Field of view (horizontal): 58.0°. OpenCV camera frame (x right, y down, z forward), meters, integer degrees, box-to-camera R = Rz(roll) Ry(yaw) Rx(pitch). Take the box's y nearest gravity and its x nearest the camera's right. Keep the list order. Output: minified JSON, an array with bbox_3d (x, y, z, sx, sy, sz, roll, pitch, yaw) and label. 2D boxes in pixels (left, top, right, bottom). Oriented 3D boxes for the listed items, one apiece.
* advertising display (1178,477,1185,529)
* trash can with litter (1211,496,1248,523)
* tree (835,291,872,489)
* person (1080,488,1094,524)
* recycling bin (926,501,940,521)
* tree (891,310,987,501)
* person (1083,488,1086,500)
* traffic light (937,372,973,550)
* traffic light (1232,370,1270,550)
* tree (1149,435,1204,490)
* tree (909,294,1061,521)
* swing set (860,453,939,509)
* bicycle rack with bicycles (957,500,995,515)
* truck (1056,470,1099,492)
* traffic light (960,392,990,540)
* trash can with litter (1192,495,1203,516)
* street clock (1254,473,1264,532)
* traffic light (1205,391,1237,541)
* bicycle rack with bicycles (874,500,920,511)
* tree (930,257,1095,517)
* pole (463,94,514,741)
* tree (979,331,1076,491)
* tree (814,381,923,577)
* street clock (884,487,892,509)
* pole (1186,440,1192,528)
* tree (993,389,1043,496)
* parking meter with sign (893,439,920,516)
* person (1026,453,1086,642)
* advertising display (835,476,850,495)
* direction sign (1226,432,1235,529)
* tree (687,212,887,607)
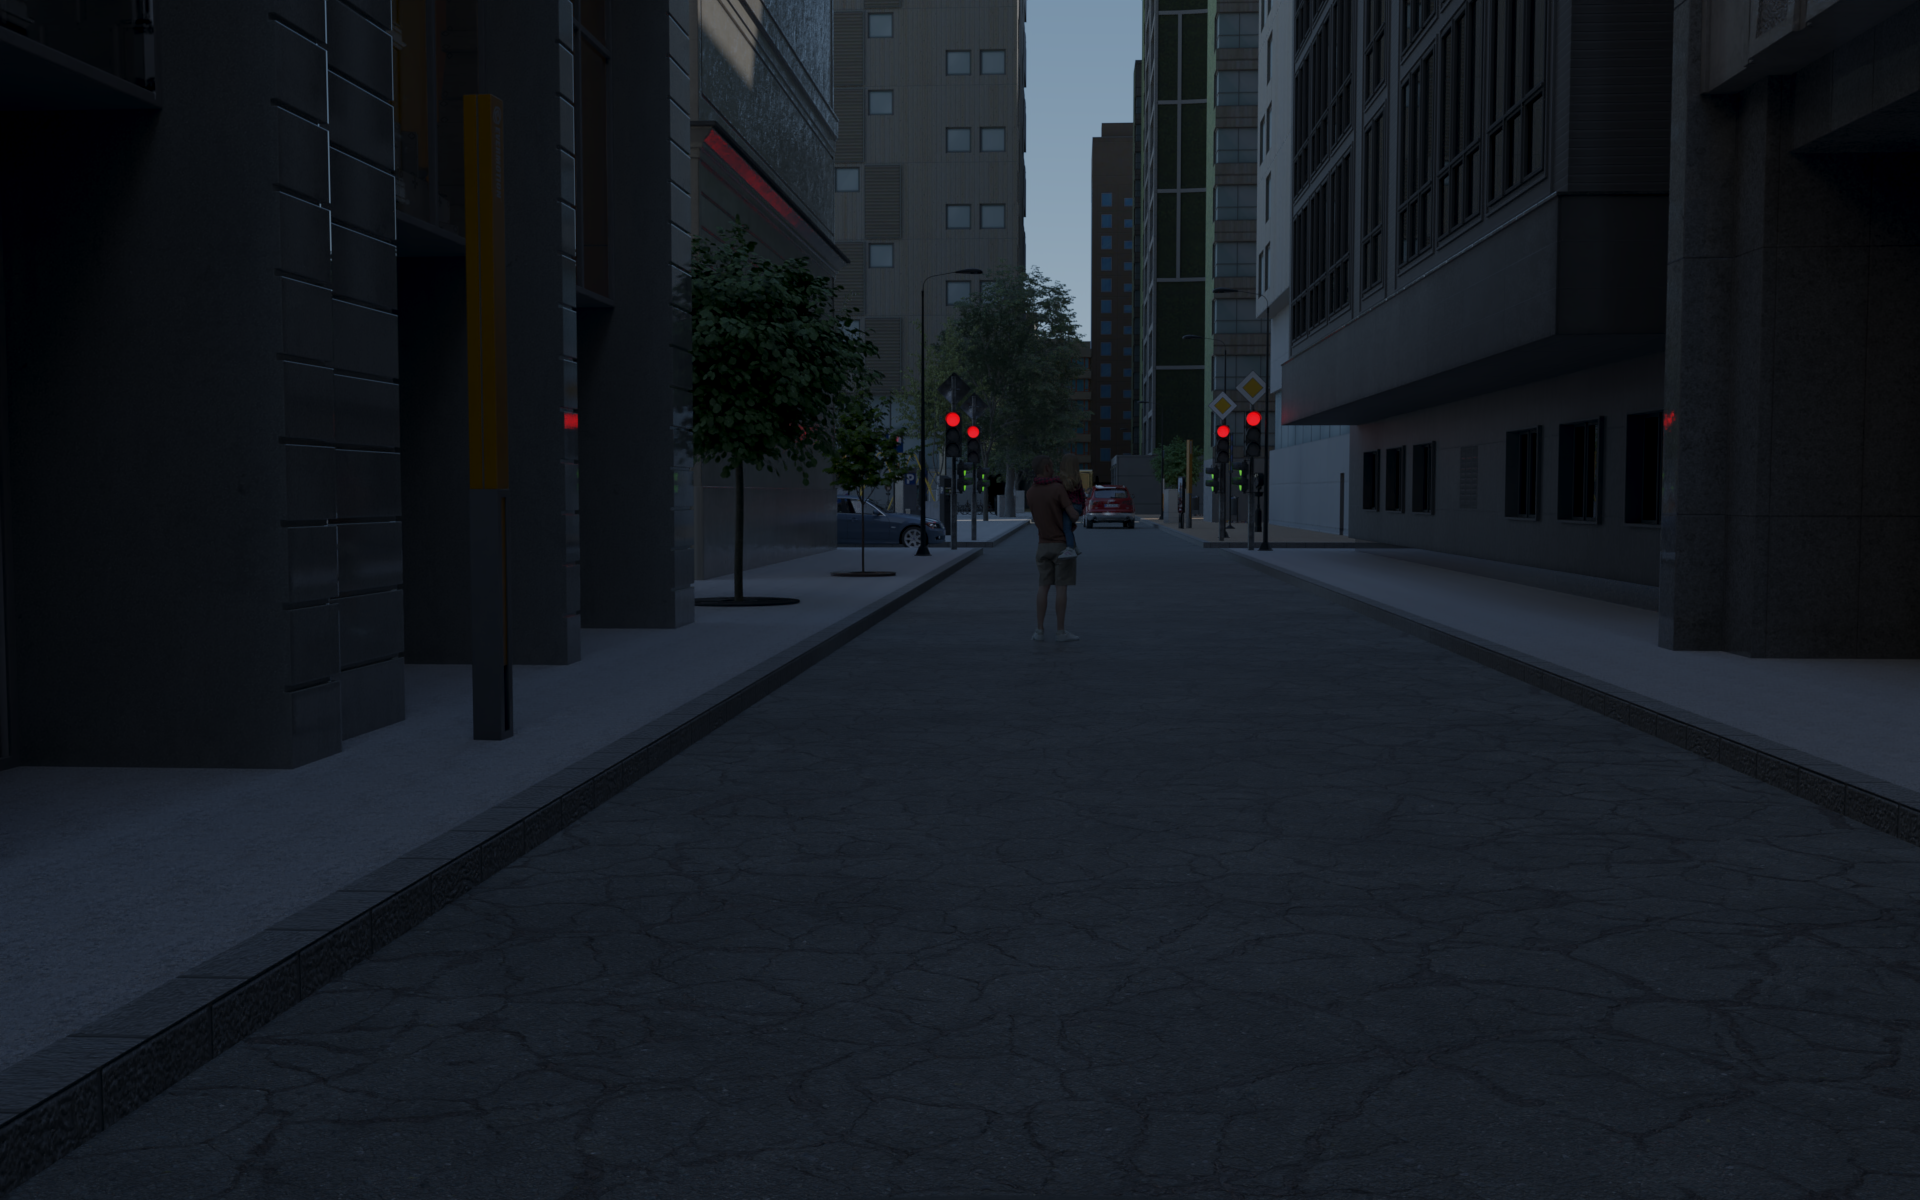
[{"bbox_3d":[8.202,-3.605,64.159,0.123,1.923,0.974,0,4,-2],"label":"advertising display"},{"bbox_3d":[12.247,-3.993,76.335,1.678,1.210,2.233,-2,4,-32],"label":"trash can with litter"},{"bbox_3d":[-4.640,-6.633,58.819,4.360,8.622,3.978,0,3,0],"label":"tree"},{"bbox_3d":[6.045,-4.437,81.803,0.760,1.731,0.466,-3,4,-38],"label":"person"},{"bbox_3d":[-0.965,-2.929,60.439,0.722,1.027,0.722,1,4,8],"label":"recycling bin"},{"bbox_3d":[-0.904,-7.319,70.033,4.737,8.622,4.395,0,3,0],"label":"tree"},{"bbox_3d":[8.796,-6.982,122.538,0.514,1.842,0.818,-1,4,-13],"label":"person"},{"bbox_3d":[-0.123,-3.115,39.856,0.839,4.253,0.868,0,4,4],"label":"traffic light"},{"bbox_3d":[6.624,-3.089,39.427,0.839,4.253,0.868,0,4,4],"label":"traffic light"},{"bbox_3d":[12.143,-6.872,96.068,4.285,4.588,4.351,0,3,0],"label":"tree"},{"bbox_3d":[0.989,-9.027,81.998,8.767,10.594,7.601,3,5,40],"label":"tree"},{"bbox_3d":[-2.452,-4.183,66.015,2.862,2.851,3.119,2,4,24],"label":"swing set"},{"bbox_3d":[0.764,-5.728,107.029,2.925,0.926,2.852,1,4,12],"label":"bicycle rack with bicycles"},{"bbox_3d":[9.263,-8.674,137.744,3.469,3.379,9.791,0,4,5],"label":"truck"},{"bbox_3d":[0.404,-3.603,47.824,0.839,4.253,0.868,0,4,4],"label":"traffic light"},{"bbox_3d":[14.031,-5.503,101.029,2.233,1.210,1.678,2,4,30],"label":"trash can with litter"},{"bbox_3d":[10.054,-3.287,58.316,0.358,2.002,0.471,-1,4,-16],"label":"street clock"},{"bbox_3d":[7.151,-3.576,47.395,0.839,4.253,0.868,0,4,4],"label":"traffic light"},{"bbox_3d":[-3.573,-5.387,101.462,2.852,0.926,2.925,-3,4,-37],"label":"bicycle rack with bicycles"},{"bbox_3d":[2.807,-11.522,95.047,9.857,13.997,8.962,0,3,0],"label":"tree"},{"bbox_3d":[-2.450,-0.927,8.996,0.158,3.312,0.155,0,3,0],"label":"pole"},{"bbox_3d":[4.285,-12.205,117.672,7.486,12.596,7.792,0,3,0],"label":"tree"},{"bbox_3d":[-1.618,-1.985,27.058,1.663,3.219,1.824,0,3,0],"label":"tree"},{"bbox_3d":[-5.017,-7.118,120.956,0.471,2.002,0.358,1,4,19],"label":"street clock"},{"bbox_3d":[8.639,-4.367,65.239,0.158,3.312,0.155,0,3,0],"label":"pole"},{"bbox_3d":[3.418,-9.436,104.644,4.360,8.622,3.978,0,3,0],"label":"tree"},{"bbox_3d":[-1.570,-3.259,49.539,0.543,3.016,1.738,-2,4,-24],"label":"parking meter with sign"},{"bbox_3d":[0.958,-0.518,16.947,0.580,1.828,0.573,-1,4,-9],"label":"person"},{"bbox_3d":[-3.532,-2.611,47.905,0.974,1.923,0.123,0,4,5],"label":"advertising display"},{"bbox_3d":[9.990,-4.402,63.965,0.379,3.537,0.876,0,3,0],"label":"direction sign"},{"bbox_3d":[-2.555,-2.231,20.197,4.285,4.588,4.351,0,3,0],"label":"tree"}]
